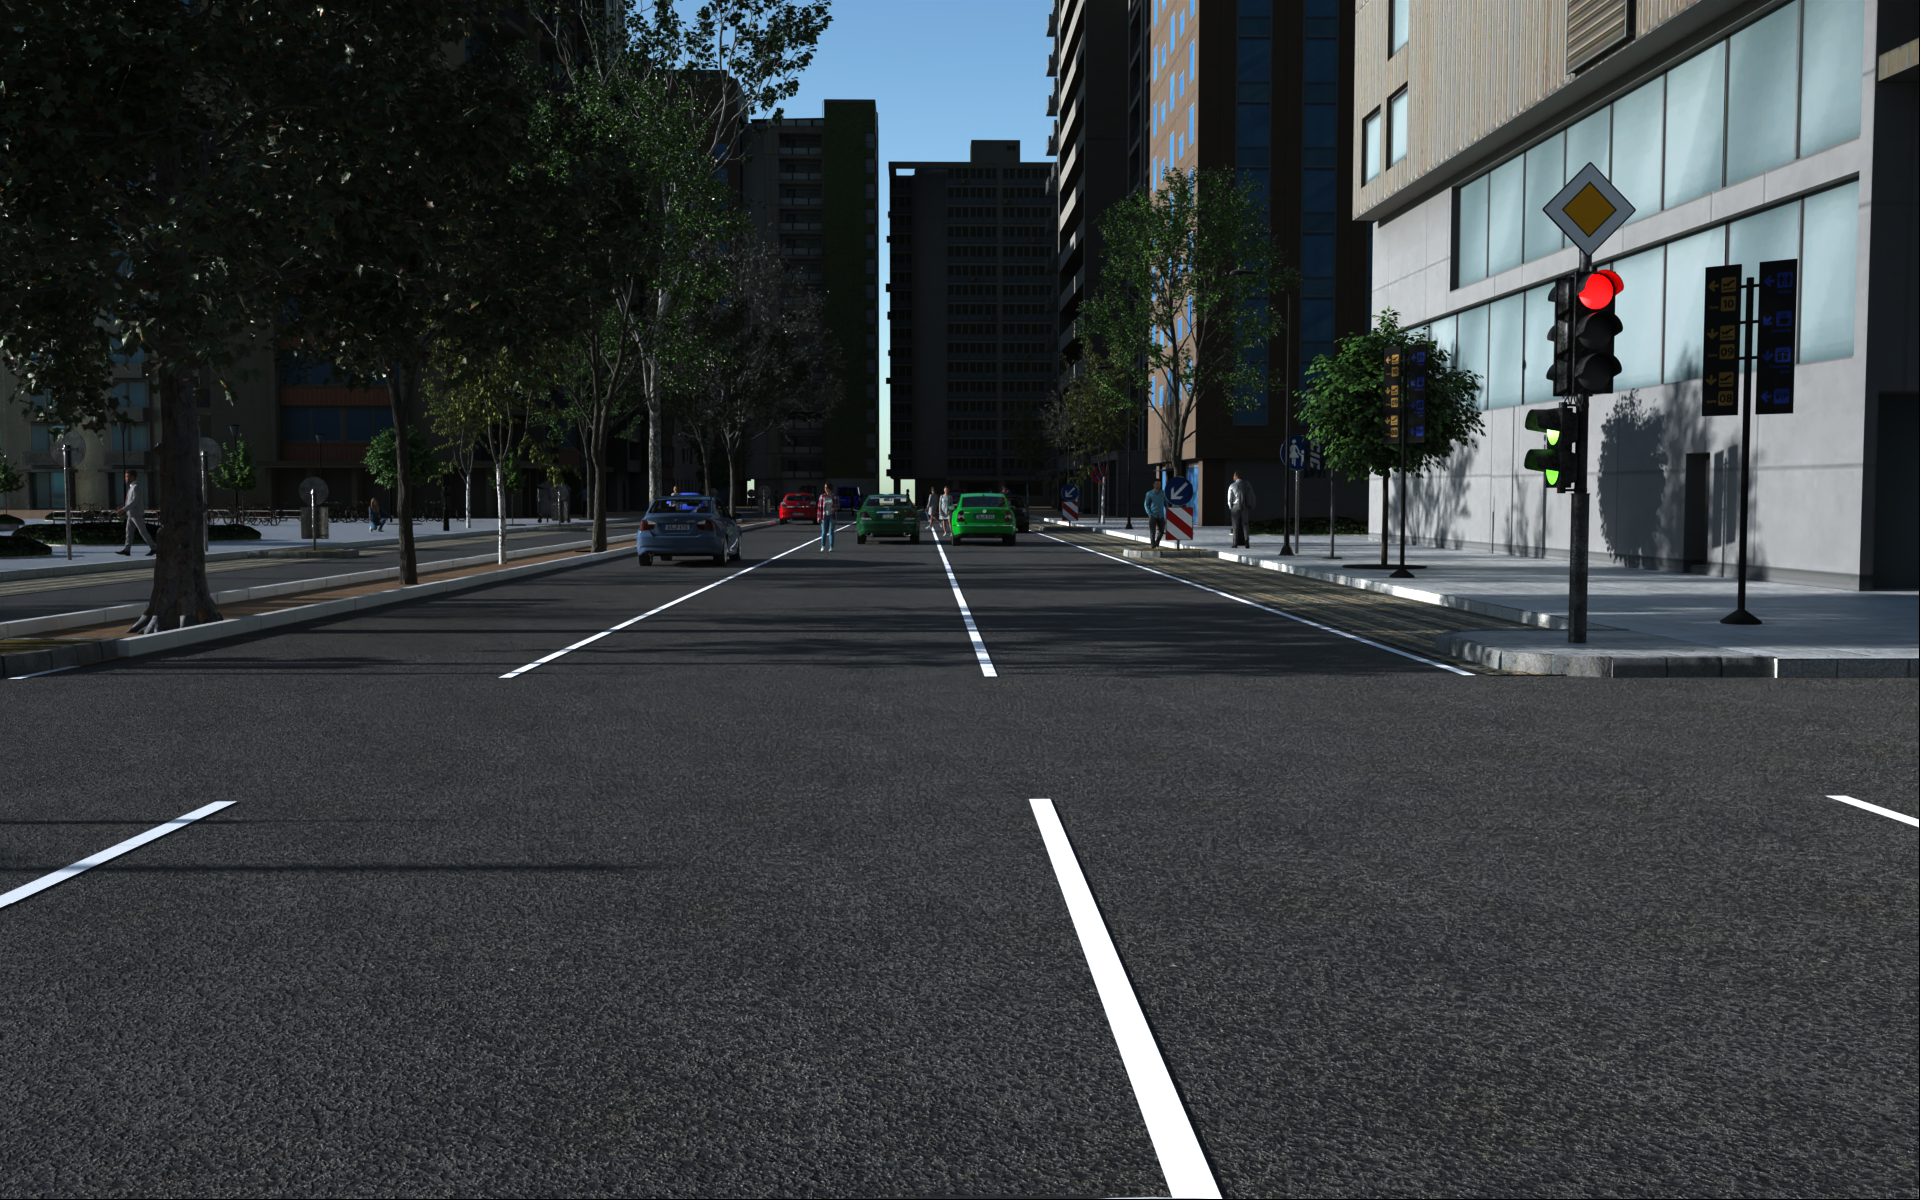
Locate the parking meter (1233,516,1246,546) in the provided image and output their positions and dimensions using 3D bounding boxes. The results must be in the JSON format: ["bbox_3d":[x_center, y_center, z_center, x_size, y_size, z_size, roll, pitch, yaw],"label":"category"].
[{"bbox_3d":[7.009,-2.129,43.222,0.372,1.533,0.369,0,3,0],"label":"parking meter"}]

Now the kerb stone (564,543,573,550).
[{"bbox_3d":[-10.153,-1.356,44.371,0.120,0.150,1.000,0,4,-1],"label":"kerb stone"}]

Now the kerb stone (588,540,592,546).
[{"bbox_3d":[-10.227,-1.545,47.453,0.120,0.150,1.000,0,4,-1],"label":"kerb stone"}]

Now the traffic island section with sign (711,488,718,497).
[{"bbox_3d":[-16.575,-6.582,116.237,1.989,1.847,2.006,0,4,-1],"label":"traffic island section with sign"}]

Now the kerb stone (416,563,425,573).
[{"bbox_3d":[-9.834,-0.541,31.034,0.120,0.150,1.000,0,4,-1],"label":"kerb stone"}]

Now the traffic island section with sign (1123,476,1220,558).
[{"bbox_3d":[4.778,-1.891,39.554,1.989,1.847,2.006,0,4,-1],"label":"traffic island section with sign"}]

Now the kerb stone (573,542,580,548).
[{"bbox_3d":[-10.179,-1.417,45.409,0.120,0.150,1.000,0,4,-1],"label":"kerb stone"}]

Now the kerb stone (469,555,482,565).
[{"bbox_3d":[-9.937,-0.786,35.147,0.120,0.150,1.000,0,4,-1],"label":"kerb stone"}]

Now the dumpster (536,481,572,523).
[{"bbox_3d":[-18.111,-4.371,77.230,1.264,1.857,1.865,0,4,-1],"label":"dumpster"}]

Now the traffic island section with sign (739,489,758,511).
[{"bbox_3d":[-17.207,-8.230,143.185,1.989,1.847,2.006,0,4,-1],"label":"traffic island section with sign"}]

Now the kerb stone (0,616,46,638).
[{"bbox_3d":[-9.521,0.275,17.700,0.120,0.150,1.000,0,4,-1],"label":"kerb stone"}]

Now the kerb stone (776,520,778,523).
[{"bbox_3d":[-8.975,-3.742,83.383,0.120,0.150,1.000,0,4,-1],"label":"kerb stone"}]

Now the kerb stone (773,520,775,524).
[{"bbox_3d":[-8.926,-3.617,81.332,0.120,0.150,1.000,0,4,-1],"label":"kerb stone"}]

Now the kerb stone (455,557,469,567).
[{"bbox_3d":[-9.906,-0.729,34.110,0.120,0.150,1.000,0,4,-1],"label":"kerb stone"}]

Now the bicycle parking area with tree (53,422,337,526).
[{"bbox_3d":[-31.255,-5.040,69.401,9.016,4.147,8.231,3,5,41],"label":"bicycle parking area with tree"}]

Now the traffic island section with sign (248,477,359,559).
[{"bbox_3d":[-14.732,-1.864,39.103,1.989,1.847,2.006,0,4,-1],"label":"traffic island section with sign"}]

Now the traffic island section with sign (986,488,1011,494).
[{"bbox_3d":[2.946,-6.609,116.688,1.989,1.847,2.006,0,4,-1],"label":"traffic island section with sign"}]

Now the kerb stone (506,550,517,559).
[{"bbox_3d":[-10.015,-0.980,38.237,0.120,0.150,1.000,0,4,-1],"label":"kerb stone"}]

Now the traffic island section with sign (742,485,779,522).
[{"bbox_3d":[-10.163,-4.971,89.416,2.006,1.907,1.989,0,4,-1],"label":"traffic island section with sign"}]

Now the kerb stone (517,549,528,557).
[{"bbox_3d":[-10.028,-1.044,39.259,0.120,0.150,1.000,0,4,-1],"label":"kerb stone"}]

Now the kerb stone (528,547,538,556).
[{"bbox_3d":[-10.057,-1.106,40.283,0.120,0.150,1.000,0,4,-1],"label":"kerb stone"}]

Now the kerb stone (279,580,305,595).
[{"bbox_3d":[-9.689,-0.165,24.892,0.120,0.150,1.000,0,4,-1],"label":"kerb stone"}]

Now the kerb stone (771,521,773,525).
[{"bbox_3d":[-8.903,-3.554,80.303,0.120,0.150,1.000,0,4,-1],"label":"kerb stone"}]

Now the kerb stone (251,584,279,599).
[{"bbox_3d":[-9.665,-0.102,23.870,0.120,0.150,1.000,0,4,-1],"label":"kerb stone"}]

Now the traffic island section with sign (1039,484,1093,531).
[{"bbox_3d":[4.116,-3.601,67.504,1.989,1.847,2.006,0,4,-1],"label":"traffic island section with sign"}]

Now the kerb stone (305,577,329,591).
[{"bbox_3d":[-9.715,-0.227,25.913,0.120,0.150,1.000,0,4,-1],"label":"kerb stone"}]

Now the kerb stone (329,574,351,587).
[{"bbox_3d":[-9.736,-0.290,26.938,0.120,0.150,1.000,0,4,-1],"label":"kerb stone"}]

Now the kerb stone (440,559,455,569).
[{"bbox_3d":[-9.891,-0.666,33.081,0.120,0.150,1.000,0,4,-1],"label":"kerb stone"}]

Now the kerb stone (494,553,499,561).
[{"bbox_3d":[-9.977,-0.918,37.203,0.120,0.150,1.000,0,4,-1],"label":"kerb stone"}]

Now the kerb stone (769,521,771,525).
[{"bbox_3d":[-8.870,-3.490,79.275,0.120,0.150,1.000,0,4,-1],"label":"kerb stone"}]

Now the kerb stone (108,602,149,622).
[{"bbox_3d":[-9.572,0.149,19.764,0.120,0.150,1.000,0,4,-1],"label":"kerb stone"}]

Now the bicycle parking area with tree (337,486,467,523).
[{"bbox_3d":[-28.370,-5.735,80.763,9.016,4.147,8.231,-3,5,-42],"label":"bicycle parking area with tree"}]

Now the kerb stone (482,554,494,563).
[{"bbox_3d":[-9.960,-0.855,36.172,0.120,0.150,1.000,0,4,-1],"label":"kerb stone"}]

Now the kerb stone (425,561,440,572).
[{"bbox_3d":[-9.865,-0.602,32.059,0.120,0.150,1.000,0,4,-1],"label":"kerb stone"}]

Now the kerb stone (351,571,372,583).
[{"bbox_3d":[-9.764,-0.353,27.969,0.120,0.150,1.000,0,4,-1],"label":"kerb stone"}]

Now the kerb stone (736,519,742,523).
[{"bbox_3d":[-11.197,-4.049,88.421,0.120,0.150,1.000,0,4,-1],"label":"kerb stone"}]

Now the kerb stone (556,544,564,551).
[{"bbox_3d":[-10.127,-1.288,43.350,0.120,0.150,1.000,0,4,-1],"label":"kerb stone"}]

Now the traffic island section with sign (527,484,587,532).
[{"bbox_3d":[-15.390,-3.531,66.364,1.989,1.847,2.006,0,4,-1],"label":"traffic island section with sign"}]

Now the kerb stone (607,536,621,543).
[{"bbox_3d":[-10.325,-1.796,51.558,0.120,0.150,1.000,0,4,-1],"label":"kerb stone"}]

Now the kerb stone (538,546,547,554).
[{"bbox_3d":[-10.082,-1.169,41.305,0.120,0.150,1.000,0,4,-1],"label":"kerb stone"}]

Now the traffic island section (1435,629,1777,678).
[{"bbox_3d":[5.354,0.448,14.962,2.009,0.180,2.903,0,4,-1],"label":"traffic island section"}]

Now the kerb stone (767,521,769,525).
[{"bbox_3d":[-8.848,-3.428,78.251,0.120,0.150,1.000,0,4,-1],"label":"kerb stone"}]

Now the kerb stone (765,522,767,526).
[{"bbox_3d":[-8.829,-3.364,77.222,0.120,0.150,1.000,0,4,-1],"label":"kerb stone"}]

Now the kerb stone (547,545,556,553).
[{"bbox_3d":[-10.102,-1.229,42.327,0.120,0.150,1.000,0,4,-1],"label":"kerb stone"}]

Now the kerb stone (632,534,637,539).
[{"bbox_3d":[-10.392,-1.983,54.624,0.120,0.150,1.000,0,4,-1],"label":"kerb stone"}]

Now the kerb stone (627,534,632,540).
[{"bbox_3d":[-10.372,-1.921,53.602,0.120,0.150,1.000,0,4,-1],"label":"kerb stone"}]

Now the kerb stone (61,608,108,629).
[{"bbox_3d":[-9.547,0.213,18.737,0.120,0.150,1.000,0,4,-1],"label":"kerb stone"}]

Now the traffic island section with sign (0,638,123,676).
[{"bbox_3d":[-8.376,-0.377,14.299,2.006,1.907,1.989,0,4,-1],"label":"traffic island section with sign"}]

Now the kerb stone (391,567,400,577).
[{"bbox_3d":[-9.809,-0.478,30.013,0.120,0.150,1.000,0,4,-1],"label":"kerb stone"}]

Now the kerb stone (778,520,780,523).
[{"bbox_3d":[-8.997,-3.805,84.405,0.120,0.150,1.000,0,4,-1],"label":"kerb stone"}]

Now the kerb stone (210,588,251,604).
[{"bbox_3d":[-9.641,-0.038,22.844,0.120,0.150,1.000,0,4,-1],"label":"kerb stone"}]

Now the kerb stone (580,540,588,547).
[{"bbox_3d":[-10.195,-1.482,46.431,0.120,0.150,1.000,0,4,-1],"label":"kerb stone"}]

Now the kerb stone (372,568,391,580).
[{"bbox_3d":[-9.787,-0.414,28.991,0.120,0.150,1.000,0,4,-1],"label":"kerb stone"}]

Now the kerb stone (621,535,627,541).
[{"bbox_3d":[-10.339,-1.857,52.581,0.120,0.150,1.000,0,4,-1],"label":"kerb stone"}]
